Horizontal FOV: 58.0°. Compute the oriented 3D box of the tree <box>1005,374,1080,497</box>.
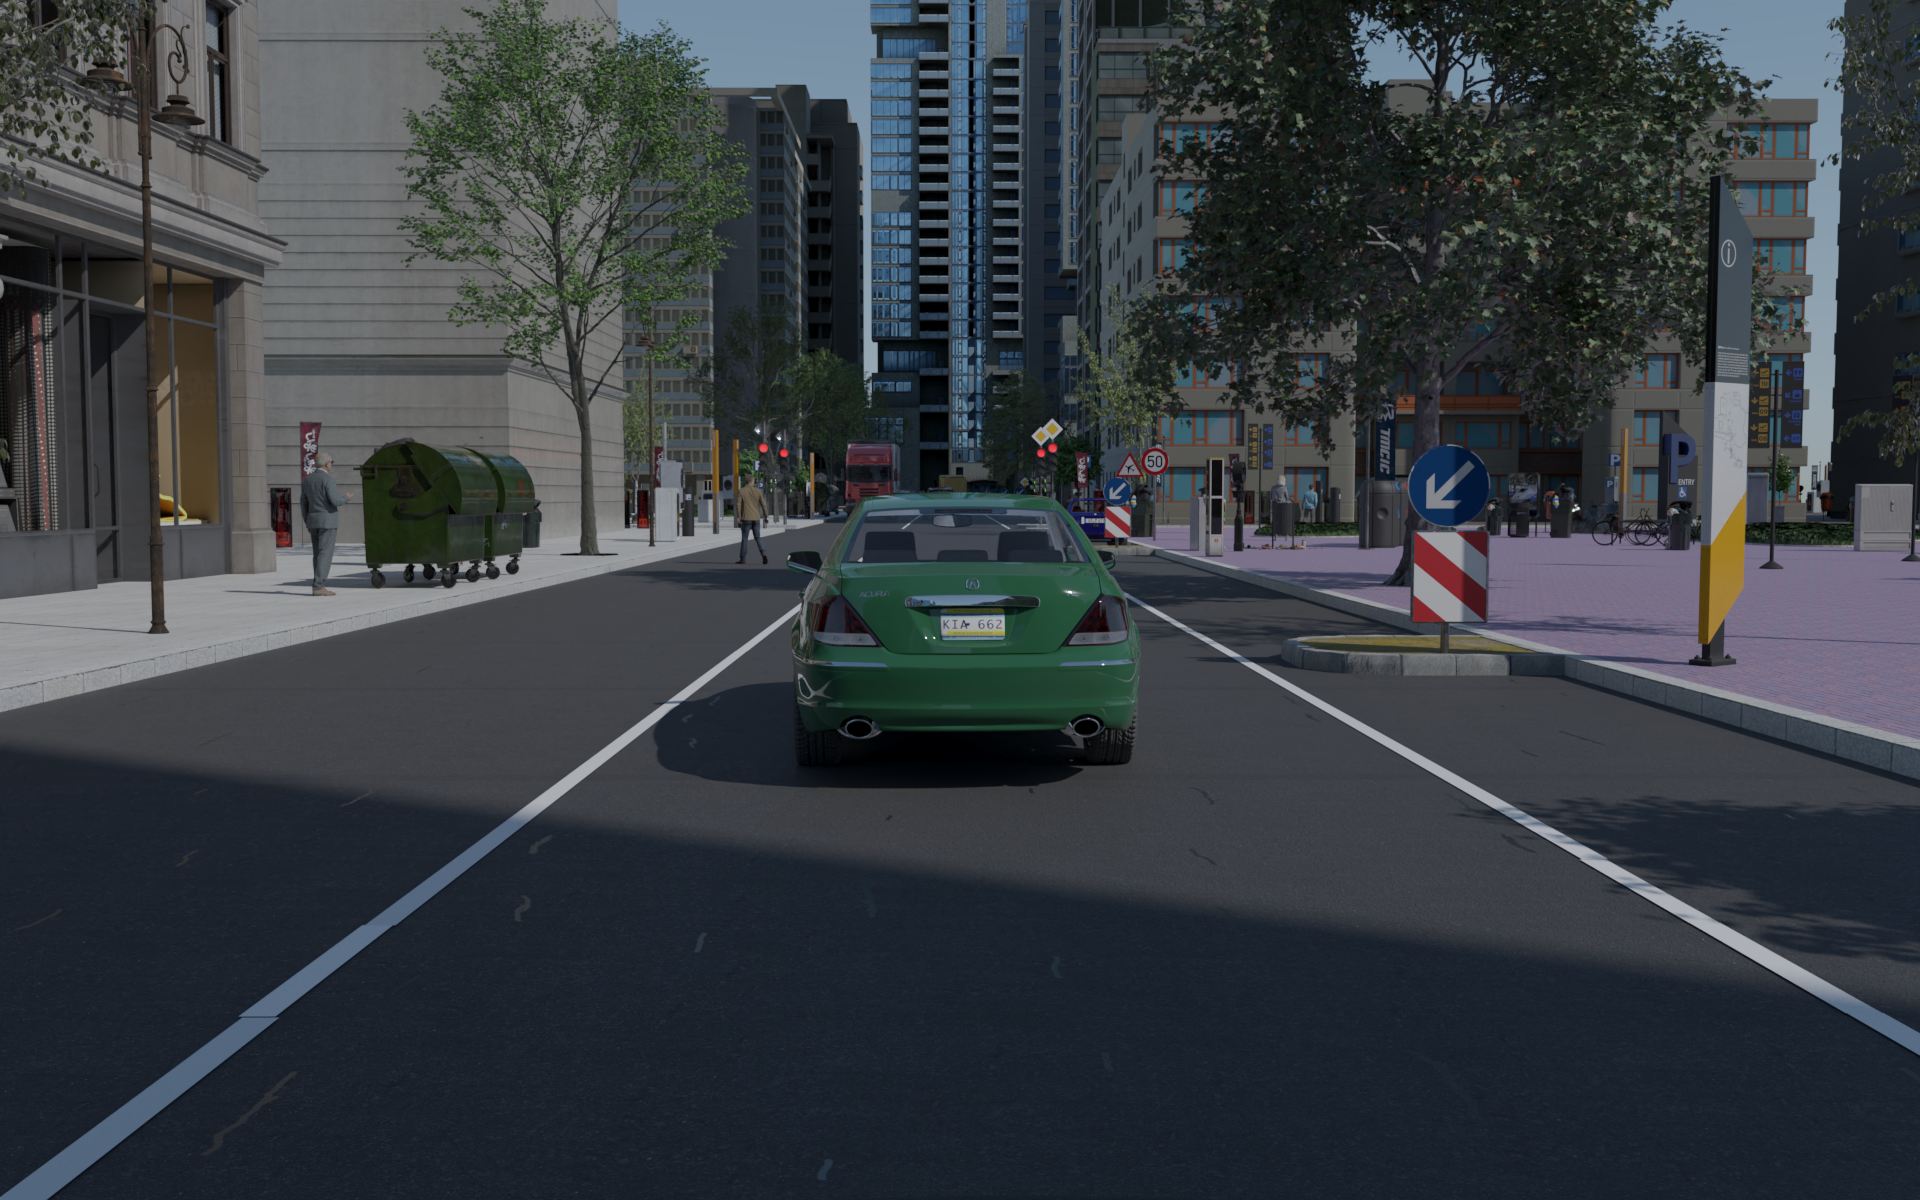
[{"bbox_3d":[5.153,-9.500,105.691,4.360,8.622,3.978,0,3,0],"label":"tree"}]

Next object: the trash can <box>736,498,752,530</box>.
[{"bbox_3d":[-7.646,-3.085,62.095,0.748,1.137,0.748,0,3,0],"label":"trash can"}]

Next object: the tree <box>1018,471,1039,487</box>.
[{"bbox_3d":[6.020,-9.098,143.349,1.663,3.219,1.824,0,3,0],"label":"tree"}]

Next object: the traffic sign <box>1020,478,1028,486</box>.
[{"bbox_3d":[5.080,-8.266,134.878,0.795,2.593,0.064,1,4,9],"label":"traffic sign"}]

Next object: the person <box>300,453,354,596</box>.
[{"bbox_3d":[-8.012,-0.962,21.946,0.661,1.801,0.590,2,4,28],"label":"person"}]

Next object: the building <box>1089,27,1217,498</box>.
[{"bbox_3d":[15.220,-20.764,111.199,14.160,30.474,14.107,0,4,0],"label":"building"}]

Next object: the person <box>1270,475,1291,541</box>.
[{"bbox_3d":[8.811,-2.540,47.753,0.537,1.800,0.526,2,4,35],"label":"person"}]

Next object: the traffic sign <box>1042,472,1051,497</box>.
[{"bbox_3d":[5.023,-5.980,97.879,0.768,2.556,0.104,0,4,2],"label":"traffic sign"}]

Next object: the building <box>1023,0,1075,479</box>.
[{"bbox_3d":[17.994,-40.585,205.566,21.231,58.520,28.212,0,4,0],"label":"building"}]

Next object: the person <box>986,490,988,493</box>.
[{"bbox_3d":[2.280,-8.322,144.921,0.694,1.780,0.624,1,4,20],"label":"person"}]

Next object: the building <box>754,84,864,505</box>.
[{"bbox_3d":[-22.667,-35.840,209.679,21.600,48.544,21.300,0,4,0],"label":"building"}]

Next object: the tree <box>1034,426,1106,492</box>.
[{"bbox_3d":[5.296,-6.100,83.456,4.285,4.588,4.351,0,3,0],"label":"tree"}]

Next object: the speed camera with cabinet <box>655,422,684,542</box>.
[{"bbox_3d":[-7.914,-3.231,47.159,0.660,3.252,2.038,0,4,-4],"label":"speed camera with cabinet"}]

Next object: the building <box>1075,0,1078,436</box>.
[{"bbox_3d":[18.803,-52.730,174.814,22.319,86.520,31.000,0,4,0],"label":"building"}]

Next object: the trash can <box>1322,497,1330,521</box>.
[{"bbox_3d":[15.980,-3.848,74.561,0.748,1.137,0.748,0,3,0],"label":"trash can"}]

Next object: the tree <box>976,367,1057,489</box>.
[{"bbox_3d":[5.473,-14.495,155.121,7.486,12.596,7.792,0,3,0],"label":"tree"}]

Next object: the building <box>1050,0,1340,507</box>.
[{"bbox_3d":[17.979,-42.632,135.287,20.563,71.187,20.611,0,4,0],"label":"building"}]

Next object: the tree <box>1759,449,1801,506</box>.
[{"bbox_3d":[35.338,-4.897,74.664,1.663,3.219,1.824,0,3,0],"label":"tree"}]

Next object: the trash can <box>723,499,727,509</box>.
[{"bbox_3d":[-14.673,-5.827,106.917,0.748,1.137,0.748,0,3,0],"label":"trash can"}]

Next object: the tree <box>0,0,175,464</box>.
[{"bbox_3d":[-7.723,-3.772,12.041,4.360,8.622,3.978,0,3,0],"label":"tree"}]

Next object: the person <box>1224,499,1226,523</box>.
[{"bbox_3d":[11.382,-3.966,75.136,0.306,1.304,0.590,0,4,1],"label":"person"}]

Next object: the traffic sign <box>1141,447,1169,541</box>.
[{"bbox_3d":[5.330,-2.892,47.394,0.768,2.556,0.104,0,4,8],"label":"traffic sign"}]

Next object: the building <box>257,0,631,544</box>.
[{"bbox_3d":[-33.117,-16.836,51.685,44.131,29.872,17.030,0,4,0],"label":"building"}]

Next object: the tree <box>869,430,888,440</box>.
[{"bbox_3d":[-8.934,-14.571,188.604,4.360,8.622,3.978,0,3,0],"label":"tree"}]

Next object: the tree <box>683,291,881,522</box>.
[{"bbox_3d":[-8.393,-8.845,79.021,8.767,10.594,7.601,0,4,-7],"label":"tree"}]

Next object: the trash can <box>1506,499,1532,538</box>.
[{"bbox_3d":[16.429,-2.403,50.947,0.748,1.137,0.748,0,3,0],"label":"trash can"}]

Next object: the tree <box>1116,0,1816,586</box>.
[{"bbox_3d":[6.623,-6.543,23.980,9.611,12.733,9.660,0,3,0],"label":"tree"}]

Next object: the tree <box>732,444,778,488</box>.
[{"bbox_3d":[-13.356,-7.906,112.978,4.285,4.588,4.351,0,3,0],"label":"tree"}]

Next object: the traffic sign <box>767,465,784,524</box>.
[{"bbox_3d":[-7.969,-4.564,74.719,0.768,2.556,0.104,1,4,9],"label":"traffic sign"}]

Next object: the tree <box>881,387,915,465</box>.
[{"bbox_3d":[-8.091,-12.516,139.046,8.767,10.594,7.601,-2,4,-28],"label":"tree"}]

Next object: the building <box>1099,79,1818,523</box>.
[{"bbox_3d":[22.906,-14.966,89.726,28.899,21.520,27.650,0,4,0],"label":"building"}]

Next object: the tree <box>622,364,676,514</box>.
[{"bbox_3d":[-18.431,-9.084,98.880,4.737,8.622,4.395,0,3,0],"label":"tree"}]

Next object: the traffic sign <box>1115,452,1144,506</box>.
[{"bbox_3d":[5.266,-3.287,53.748,0.884,2.594,0.081,1,4,9],"label":"traffic sign"}]

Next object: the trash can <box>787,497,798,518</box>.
[{"bbox_3d":[-9.047,-4.990,93.236,0.748,1.137,0.748,0,3,0],"label":"trash can"}]

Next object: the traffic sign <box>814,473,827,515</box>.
[{"bbox_3d":[-8.349,-6.332,103.628,0.768,2.556,0.104,0,4,6],"label":"traffic sign"}]

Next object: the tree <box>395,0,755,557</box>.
[{"bbox_3d":[-7.900,-6.731,35.810,9.928,11.665,9.643,0,3,0],"label":"tree"}]

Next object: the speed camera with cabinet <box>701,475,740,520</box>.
[{"bbox_3d":[-11.871,-5.599,85.885,2.038,3.252,0.660,2,4,30],"label":"speed camera with cabinet"}]

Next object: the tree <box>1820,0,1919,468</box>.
[{"bbox_3d":[9.062,-3.911,14.304,4.360,8.622,3.978,0,3,0],"label":"tree"}]

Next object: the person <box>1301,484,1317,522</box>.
[{"bbox_3d":[13.743,-3.652,68.236,0.660,1.820,0.620,2,4,25],"label":"person"}]

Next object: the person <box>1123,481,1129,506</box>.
[{"bbox_3d":[7.077,-4.149,73.890,0.620,1.820,0.660,3,4,37],"label":"person"}]

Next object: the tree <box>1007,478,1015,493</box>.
[{"bbox_3d":[5.645,-11.165,177.143,1.663,3.219,1.824,0,3,0],"label":"tree"}]

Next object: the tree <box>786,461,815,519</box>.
[{"bbox_3d":[-8.228,-5.916,91.323,1.663,3.219,1.824,0,3,0],"label":"tree"}]

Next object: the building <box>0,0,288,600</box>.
[{"bbox_3d":[-15.588,-9.618,8.161,10.553,20.767,40.483,0,4,0],"label":"building"}]

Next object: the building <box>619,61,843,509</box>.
[{"bbox_3d":[-27.877,-28.568,158.960,32.217,40.220,23.993,0,4,0],"label":"building"}]

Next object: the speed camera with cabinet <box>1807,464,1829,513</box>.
[{"bbox_3d":[57.676,-7.467,116.421,0.660,3.252,2.038,0,4,2],"label":"speed camera with cabinet"}]

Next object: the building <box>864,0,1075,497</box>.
[{"bbox_3d":[-0.589,-56.906,243.087,31.000,86.520,22.319,0,4,0],"label":"building"}]

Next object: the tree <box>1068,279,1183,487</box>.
[{"bbox_3d":[5.941,-6.624,58.666,4.737,8.622,4.395,0,3,0],"label":"tree"}]

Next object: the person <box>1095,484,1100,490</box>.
[{"bbox_3d":[7.368,-5.314,93.156,0.641,1.798,0.478,-2,4,-30],"label":"person"}]

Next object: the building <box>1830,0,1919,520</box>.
[{"bbox_3d":[56.182,-28.220,85.106,21.600,48.544,21.300,0,4,0],"label":"building"}]
